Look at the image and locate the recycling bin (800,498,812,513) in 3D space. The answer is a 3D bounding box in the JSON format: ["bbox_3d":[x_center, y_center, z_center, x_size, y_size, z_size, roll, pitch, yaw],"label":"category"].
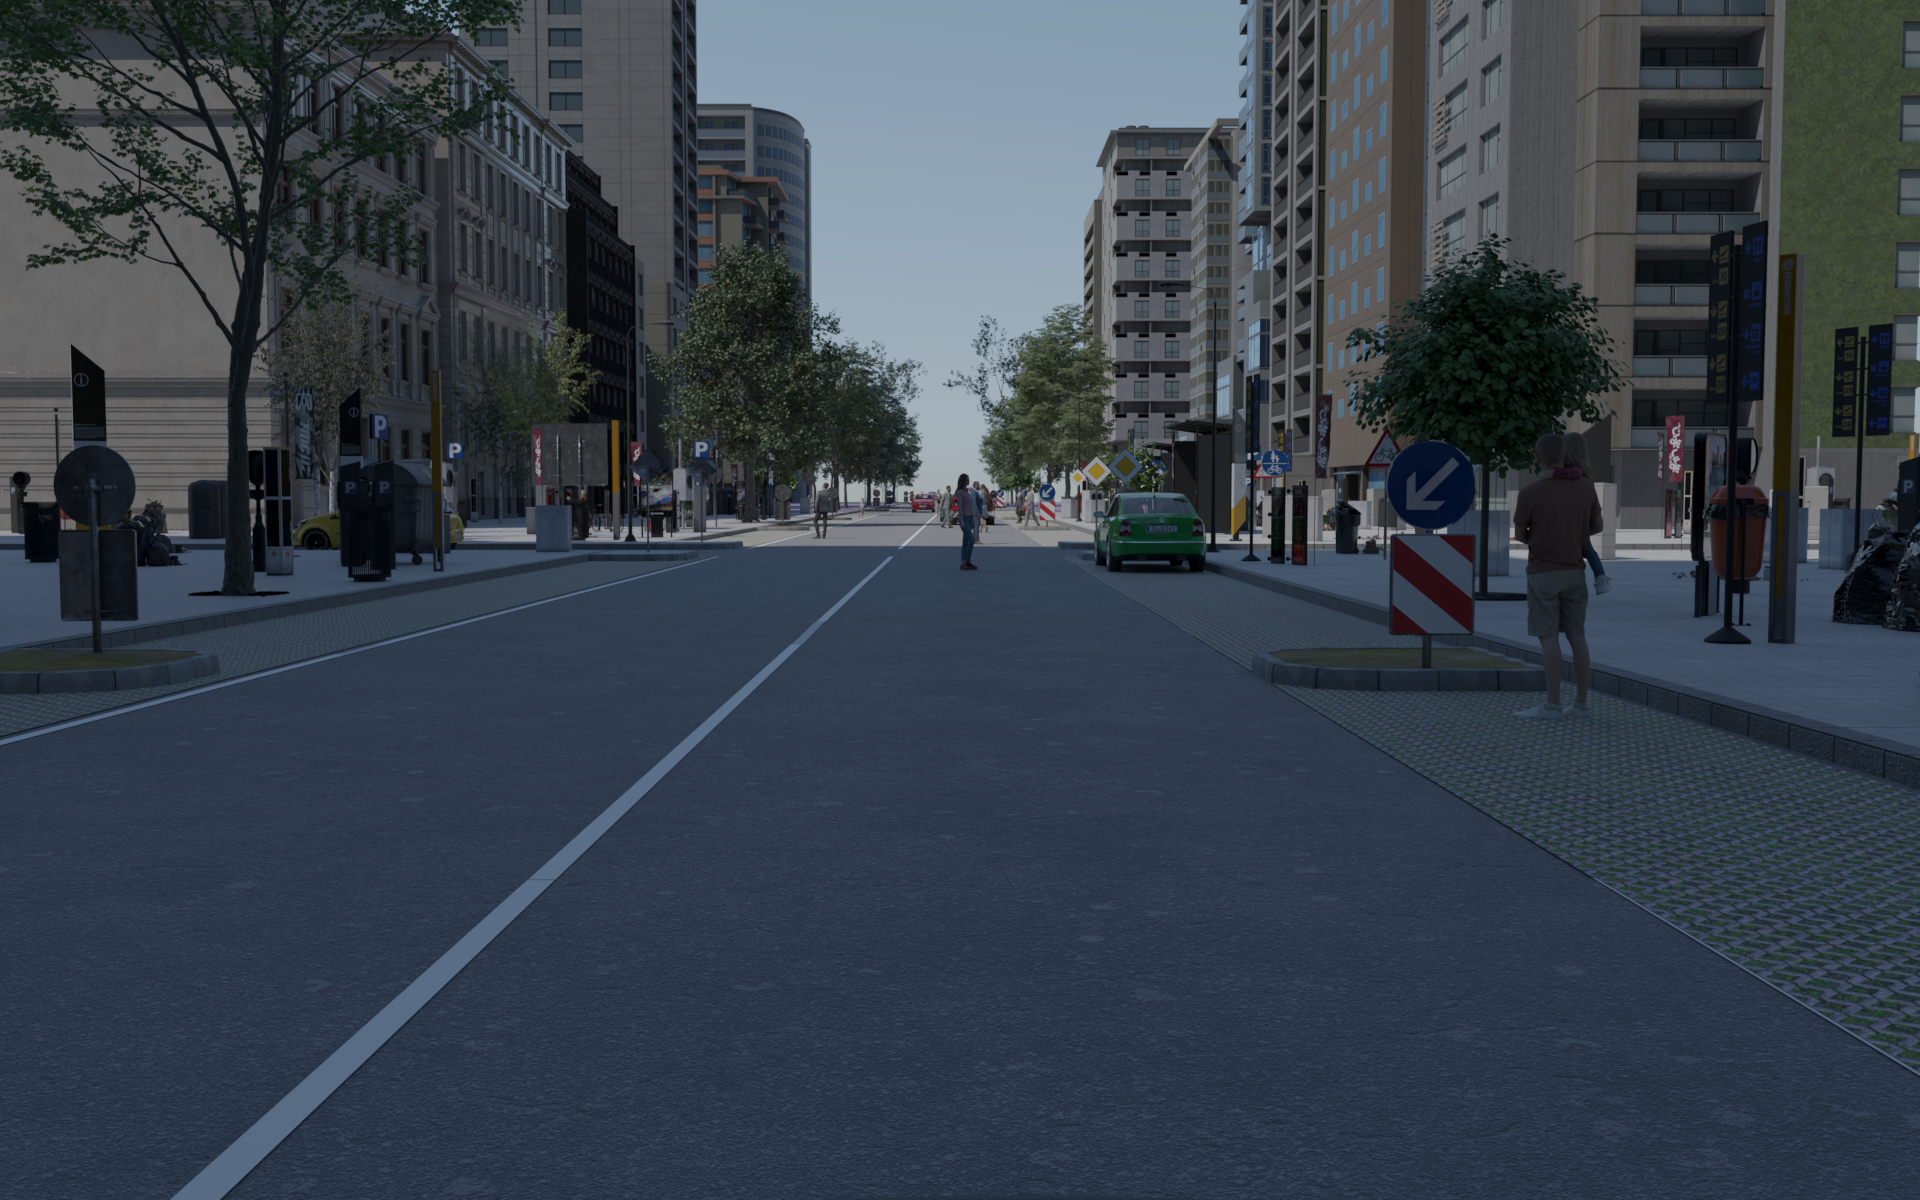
[{"bbox_3d":[-10.216,-6.249,114.730,0.722,1.027,0.722,0,4,-1],"label":"recycling bin"}]

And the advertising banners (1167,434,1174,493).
[{"bbox_3d":[6.115,-3.304,50.204,0.090,3.025,2.074,1,4,10],"label":"advertising banners"}]

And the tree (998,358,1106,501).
[{"bbox_3d":[6.222,-11.028,114.716,8.767,10.594,7.601,3,5,43],"label":"tree"}]

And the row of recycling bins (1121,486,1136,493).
[{"bbox_3d":[8.594,-5.139,91.132,1.069,1.692,3.534,1,4,20],"label":"row of recycling bins"}]

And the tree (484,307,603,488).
[{"bbox_3d":[-16.122,-7.156,67.361,4.737,8.622,4.395,0,3,0],"label":"tree"}]

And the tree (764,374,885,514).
[{"bbox_3d":[-9.659,-11.873,128.537,8.767,10.594,7.601,0,4,1],"label":"tree"}]

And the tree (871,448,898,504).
[{"bbox_3d":[-10.224,-17.004,228.382,4.360,8.622,3.978,0,3,0],"label":"tree"}]

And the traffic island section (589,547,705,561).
[{"bbox_3d":[-6.887,-0.970,38.147,2.009,0.180,2.903,0,3,0],"label":"traffic island section"}]

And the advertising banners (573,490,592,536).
[{"bbox_3d":[-11.976,-3.466,52.861,2.074,3.025,0.090,3,4,38],"label":"advertising banners"}]

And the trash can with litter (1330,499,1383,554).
[{"bbox_3d":[8.530,-1.580,37.226,1.055,1.170,0.624,0,4,-7],"label":"trash can with litter"}]

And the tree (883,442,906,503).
[{"bbox_3d":[-9.179,-17.744,240.476,4.737,8.622,4.395,0,3,0],"label":"tree"}]

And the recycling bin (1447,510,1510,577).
[{"bbox_3d":[8.161,-0.900,27.277,0.722,1.027,0.722,-3,5,-39],"label":"recycling bin"}]

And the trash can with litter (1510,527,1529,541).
[{"bbox_3d":[15.691,-2.198,46.989,1.678,1.210,2.233,-3,5,-42],"label":"trash can with litter"}]

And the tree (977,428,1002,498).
[{"bbox_3d":[6.213,-20.932,267.986,9.928,11.665,9.643,0,3,0],"label":"tree"}]

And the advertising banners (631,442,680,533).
[{"bbox_3d":[-10.144,-3.749,57.486,2.074,3.025,0.090,2,4,32],"label":"advertising banners"}]

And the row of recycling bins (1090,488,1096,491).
[{"bbox_3d":[8.158,-5.804,102.013,1.069,1.692,3.534,0,4,-1],"label":"row of recycling bins"}]

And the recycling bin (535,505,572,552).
[{"bbox_3d":[-9.062,-1.596,38.655,0.722,1.027,0.722,0,4,-7],"label":"recycling bin"}]

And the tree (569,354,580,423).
[{"bbox_3d":[-20.028,-8.096,82.737,4.360,8.622,3.978,0,3,0],"label":"tree"}]

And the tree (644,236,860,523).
[{"bbox_3d":[-9.315,-9.790,77.072,9.611,12.733,9.660,0,3,0],"label":"tree"}]

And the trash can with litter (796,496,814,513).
[{"bbox_3d":[-10.378,-6.564,118.376,1.678,1.210,2.233,0,4,-4],"label":"trash can with litter"}]

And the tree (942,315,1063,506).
[{"bbox_3d":[4.979,-20.061,183.885,12.611,20.169,13.585,0,3,0],"label":"tree"}]

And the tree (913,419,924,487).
[{"bbox_3d":[-10.251,-17.469,192.277,9.857,13.997,8.962,0,3,0],"label":"tree"}]

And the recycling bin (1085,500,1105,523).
[{"bbox_3d":[5.961,-3.906,76.412,0.722,1.027,0.722,-1,4,-14],"label":"recycling bin"}]

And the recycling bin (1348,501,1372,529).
[{"bbox_3d":[14.576,-3.094,63.140,0.722,1.027,0.722,2,4,26],"label":"recycling bin"}]

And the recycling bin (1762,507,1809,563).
[{"bbox_3d":[15.372,-1.218,32.463,0.722,1.027,0.722,0,4,-4],"label":"recycling bin"}]

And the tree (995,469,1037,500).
[{"bbox_3d":[5.770,-11.170,166.349,4.285,4.588,4.351,0,3,0],"label":"tree"}]

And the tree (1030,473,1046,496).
[{"bbox_3d":[6.486,-9.262,146.043,1.663,3.219,1.824,0,3,0],"label":"tree"}]

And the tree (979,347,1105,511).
[{"bbox_3d":[6.651,-13.024,129.946,9.611,12.733,9.660,0,3,0],"label":"tree"}]

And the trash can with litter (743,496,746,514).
[{"bbox_3d":[-12.511,-5.400,99.684,0.624,1.170,1.055,-2,4,-31],"label":"trash can with litter"}]

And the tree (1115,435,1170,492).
[{"bbox_3d":[6.093,-3.819,57.035,1.663,3.219,1.824,0,3,0],"label":"tree"}]

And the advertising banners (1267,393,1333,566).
[{"bbox_3d":[6.109,-2.139,31.155,0.090,3.025,2.074,-1,4,-20],"label":"advertising banners"}]

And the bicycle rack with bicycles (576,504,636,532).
[{"bbox_3d":[-12.768,-2.762,58.534,2.852,0.926,2.925,-1,4,-23],"label":"bicycle rack with bicycles"}]

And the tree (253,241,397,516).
[{"bbox_3d":[-18.493,-6.085,49.849,4.360,8.622,3.978,0,3,0],"label":"tree"}]

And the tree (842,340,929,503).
[{"bbox_3d":[-10.459,-22.018,215.890,12.611,20.169,13.585,0,3,0],"label":"tree"}]

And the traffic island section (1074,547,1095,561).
[{"bbox_3d":[3.655,-0.971,38.150,2.009,0.180,2.903,0,3,0],"label":"traffic island section"}]

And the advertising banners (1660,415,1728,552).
[{"bbox_3d":[16.188,-2.543,37.760,0.090,3.025,2.074,-2,4,-26],"label":"advertising banners"}]

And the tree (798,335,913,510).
[{"bbox_3d":[-9.816,-14.192,138.688,9.857,13.997,8.962,0,3,0],"label":"tree"}]

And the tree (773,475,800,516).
[{"bbox_3d":[-10.101,-6.426,99.671,1.663,3.219,1.824,0,3,0],"label":"tree"}]

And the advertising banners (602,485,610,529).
[{"bbox_3d":[-12.951,-4.103,63.279,0.090,3.025,2.074,0,4,-5],"label":"advertising banners"}]

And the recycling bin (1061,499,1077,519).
[{"bbox_3d":[5.817,-4.802,91.068,0.722,1.027,0.722,-3,5,-40],"label":"recycling bin"}]

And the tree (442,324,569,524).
[{"bbox_3d":[-19.857,-7.568,74.101,4.360,8.622,3.978,0,3,0],"label":"tree"}]

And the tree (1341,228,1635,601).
[{"bbox_3d":[6.548,-2.298,21.285,4.285,4.588,4.351,0,3,0],"label":"tree"}]

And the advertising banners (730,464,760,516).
[{"bbox_3d":[-12.556,-6.426,101.250,2.074,3.025,0.090,-3,5,-41],"label":"advertising banners"}]

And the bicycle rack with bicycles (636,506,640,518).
[{"bbox_3d":[-18.214,-4.926,93.920,2.925,0.926,2.852,0,4,-5],"label":"bicycle rack with bicycles"}]

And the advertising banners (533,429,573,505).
[{"bbox_3d":[-10.942,-3.065,46.294,0.090,3.025,2.074,-3,4,-38],"label":"advertising banners"}]

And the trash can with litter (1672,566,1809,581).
[{"bbox_3d":[11.709,-0.941,26.438,1.678,1.210,2.233,0,4,-4],"label":"trash can with litter"}]

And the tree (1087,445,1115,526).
[{"bbox_3d":[5.856,-4.542,68.855,1.663,3.219,1.824,0,3,0],"label":"tree"}]

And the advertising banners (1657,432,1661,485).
[{"bbox_3d":[20.403,-3.279,49.796,0.090,3.025,2.074,3,5,43],"label":"advertising banners"}]

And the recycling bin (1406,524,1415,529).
[{"bbox_3d":[16.577,-3.153,64.109,0.722,1.027,0.722,2,4,23],"label":"recycling bin"}]

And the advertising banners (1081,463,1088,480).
[{"bbox_3d":[7.507,-6.110,96.089,0.090,3.025,2.074,-3,5,-45],"label":"advertising banners"}]

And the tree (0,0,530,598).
[{"bbox_3d":[-8.973,-5.863,21.609,9.928,11.665,9.643,0,3,0],"label":"tree"}]

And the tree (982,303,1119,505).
[{"bbox_3d":[6.108,-11.336,103.476,7.486,12.596,7.792,0,3,0],"label":"tree"}]

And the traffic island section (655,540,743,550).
[{"bbox_3d":[-6.892,-1.459,46.132,2.009,0.180,2.903,0,3,0],"label":"traffic island section"}]

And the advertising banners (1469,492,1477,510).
[{"bbox_3d":[17.776,-3.915,60.204,0.090,3.025,2.074,2,4,26],"label":"advertising banners"}]

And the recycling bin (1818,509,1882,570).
[{"bbox_3d":[15.210,-1.043,29.603,0.722,1.027,0.722,0,4,-5],"label":"recycling bin"}]

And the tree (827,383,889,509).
[{"bbox_3d":[-10.098,-13.928,153.470,9.928,11.665,9.643,0,3,0],"label":"tree"}]

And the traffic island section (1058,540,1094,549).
[{"bbox_3d":[3.649,-1.459,46.135,2.009,0.180,2.903,0,3,0],"label":"traffic island section"}]

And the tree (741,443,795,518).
[{"bbox_3d":[-10.110,-6.677,92.883,4.285,4.588,4.351,0,3,0],"label":"tree"}]
